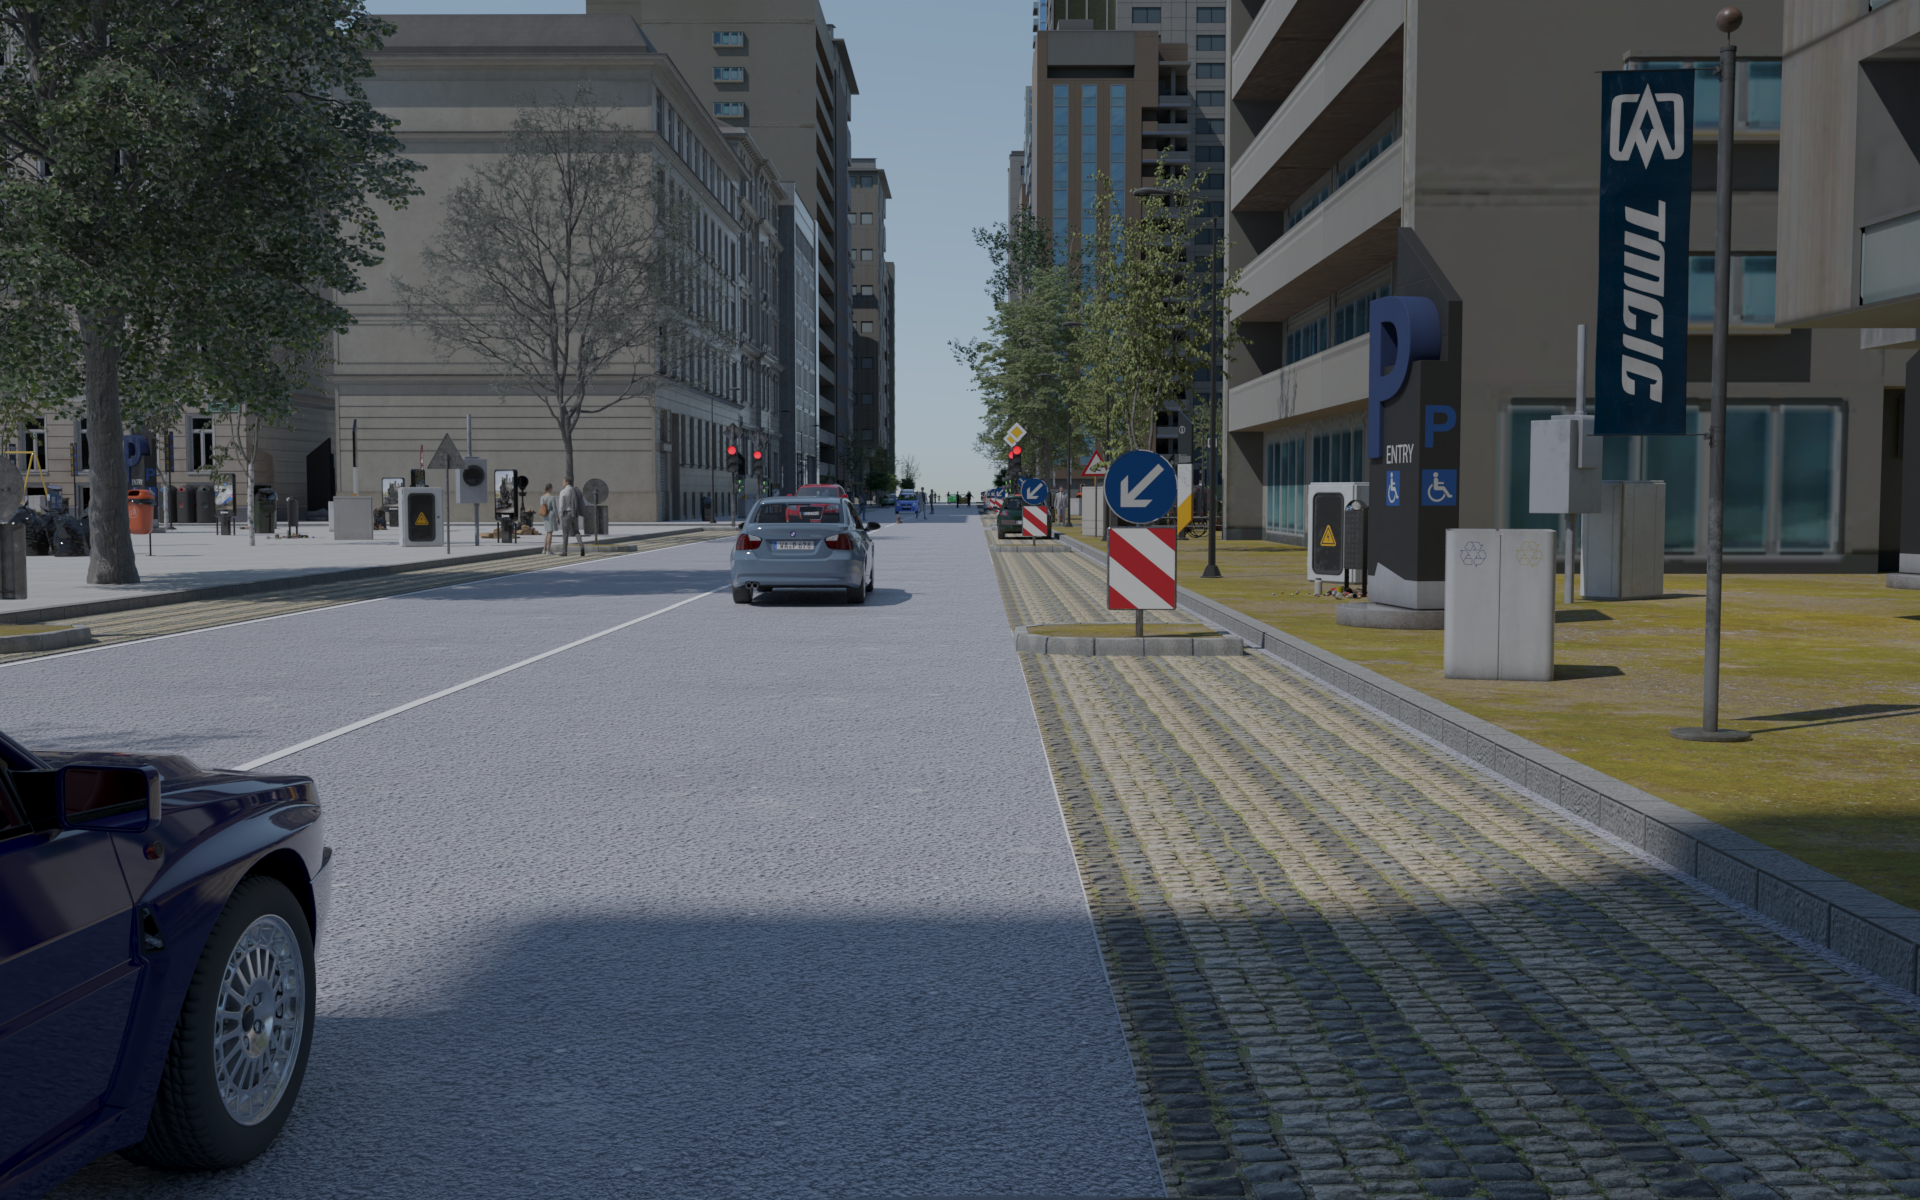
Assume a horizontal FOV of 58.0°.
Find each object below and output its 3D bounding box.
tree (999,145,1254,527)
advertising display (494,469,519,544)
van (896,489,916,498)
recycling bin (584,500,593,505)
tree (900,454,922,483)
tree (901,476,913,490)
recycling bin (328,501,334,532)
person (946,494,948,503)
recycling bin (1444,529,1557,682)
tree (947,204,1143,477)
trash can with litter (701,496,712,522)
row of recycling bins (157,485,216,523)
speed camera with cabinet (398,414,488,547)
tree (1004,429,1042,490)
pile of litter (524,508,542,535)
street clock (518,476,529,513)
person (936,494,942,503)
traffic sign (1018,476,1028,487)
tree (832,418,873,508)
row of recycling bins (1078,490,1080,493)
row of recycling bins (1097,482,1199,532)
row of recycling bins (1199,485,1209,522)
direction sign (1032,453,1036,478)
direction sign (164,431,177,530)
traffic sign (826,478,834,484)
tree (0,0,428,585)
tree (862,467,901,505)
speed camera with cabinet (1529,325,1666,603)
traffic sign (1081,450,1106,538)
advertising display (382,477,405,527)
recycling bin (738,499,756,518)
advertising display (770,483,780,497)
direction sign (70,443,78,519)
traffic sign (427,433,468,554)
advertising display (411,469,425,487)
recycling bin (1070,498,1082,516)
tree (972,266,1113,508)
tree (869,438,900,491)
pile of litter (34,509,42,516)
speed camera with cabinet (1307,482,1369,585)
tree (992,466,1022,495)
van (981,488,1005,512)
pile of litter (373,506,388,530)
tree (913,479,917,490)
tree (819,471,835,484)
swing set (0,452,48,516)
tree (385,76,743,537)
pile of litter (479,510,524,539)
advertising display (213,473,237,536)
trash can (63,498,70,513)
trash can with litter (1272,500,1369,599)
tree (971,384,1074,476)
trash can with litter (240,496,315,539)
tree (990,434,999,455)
[{"bbox_3d":[4.135,-5.341,37.681,4.737,8.622,4.395,0,3,0],"label":"tree"},{"bbox_3d":[-11.800,-2.437,45.054,0.974,1.923,0.123,3,5,44],"label":"advertising display"},{"bbox_3d":[-4.754,-9.127,156.238,2.013,2.044,4.112,0,4,-1],"label":"van"},{"bbox_3d":[-16.529,-3.872,75.862,0.722,1.027,0.722,-2,4,-28],"label":"recycling bin"},{"bbox_3d":[-9.140,-22.026,310.478,4.360,8.622,3.978,0,3,0],"label":"tree"},{"bbox_3d":[-9.698,-15.614,239.005,4.285,4.588,4.351,0,3,0],"label":"tree"},{"bbox_3d":[-21.074,-2.853,59.198,0.722,1.027,0.722,1,4,10],"label":"recycling bin"},{"bbox_3d":[-1.846,-16.330,275.476,1.348,1.826,0.705,-2,4,-31],"label":"person"},{"bbox_3d":[3.801,0.020,12.231,0.722,1.027,0.722,1,4,15],"label":"recycling bin"},{"bbox_3d":[5.586,-15.626,111.372,12.611,20.169,13.585,0,3,0],"label":"tree"},{"bbox_3d":[-11.777,-4.263,81.083,0.624,1.170,1.055,-1,4,-19],"label":"trash can with litter"},{"bbox_3d":[-34.483,-4.232,76.303,3.534,1.692,1.069,0,4,6],"label":"row of recycling bins"},{"bbox_3d":[-12.675,-2.943,42.449,2.038,3.252,0.660,-2,4,-26],"label":"speed camera with cabinet"},{"bbox_3d":[5.851,-12.504,154.806,4.360,8.622,3.978,0,3,0],"label":"tree"},{"bbox_3d":[-13.730,-2.463,54.232,1.176,0.858,1.719,-3,4,-39],"label":"pile of litter"},{"bbox_3d":[-17.079,-3.856,67.623,0.471,2.002,0.358,0,4,-7],"label":"street clock"},{"bbox_3d":[-3.224,-15.602,266.847,1.065,1.426,0.557,0,4,4],"label":"person"},{"bbox_3d":[4.511,-7.609,124.516,0.768,2.556,0.104,0,4,4],"label":"traffic sign"},{"bbox_3d":[-10.140,-13.115,164.793,4.360,8.622,3.978,0,3,0],"label":"tree"},{"bbox_3d":[9.539,-7.627,131.814,1.069,1.692,3.534,1,4,12],"label":"row of recycling bins"},{"bbox_3d":[6.189,-3.171,58.951,3.534,1.692,1.069,1,4,23],"label":"row of recycling bins"},{"bbox_3d":[10.342,-4.358,78.366,1.069,1.692,3.534,2,4,25],"label":"row of recycling bins"},{"bbox_3d":[4.108,-6.357,95.939,0.379,3.537,0.876,1,4,14],"label":"direction sign"},{"bbox_3d":[-28.390,-4.296,62.234,0.379,3.537,0.876,0,4,-6],"label":"direction sign"},{"bbox_3d":[-10.203,-8.312,135.912,0.884,2.594,0.081,0,4,2],"label":"traffic sign"},{"bbox_3d":[-12.117,-7.205,24.451,9.857,13.997,8.962,0,3,0],"label":"tree"},{"bbox_3d":[-10.374,-14.974,228.534,4.285,4.588,4.351,0,3,0],"label":"tree"},{"bbox_3d":[7.712,-1.624,20.892,2.038,3.252,0.660,-3,4,-37],"label":"speed camera with cabinet"},{"bbox_3d":[4.009,-3.119,51.001,0.884,2.594,0.081,0,4,7],"label":"traffic sign"},{"bbox_3d":[-22.034,-3.802,67.383,0.974,1.923,0.123,1,4,16],"label":"advertising display"},{"bbox_3d":[-11.245,-4.837,91.637,0.722,1.027,0.722,-3,4,-38],"label":"recycling bin"},{"bbox_3d":[-10.595,-5.754,99.289,0.123,1.923,0.974,1,4,21],"label":"advertising display"},{"bbox_3d":[-39.212,-5.181,76.703,0.379,3.537,0.876,-3,5,-43],"label":"direction sign"},{"bbox_3d":[-10.911,-2.256,36.885,0.884,2.594,0.081,0,4,2],"label":"traffic sign"},{"bbox_3d":[-14.007,-2.422,44.808,0.123,1.923,0.974,0,4,-3],"label":"advertising display"},{"bbox_3d":[7.009,-5.546,103.239,0.722,1.027,0.722,3,5,39],"label":"recycling bin"},{"bbox_3d":[4.221,-10.287,86.315,7.486,12.596,7.792,0,3,0],"label":"tree"},{"bbox_3d":[-10.000,-16.596,221.706,4.737,8.622,4.395,0,3,0],"label":"tree"},{"bbox_3d":[-26.677,-2.185,49.686,1.719,0.858,1.176,-2,4,-35],"label":"pile of litter"},{"bbox_3d":[5.803,-1.841,24.435,0.660,3.252,2.038,-2,4,-31],"label":"speed camera with cabinet"},{"bbox_3d":[5.145,-11.967,179.375,4.285,4.588,4.351,0,3,0],"label":"tree"},{"bbox_3d":[2.590,-7.590,131.104,2.013,2.044,4.112,0,4,1],"label":"van"},{"bbox_3d":[-20.989,-2.929,61.849,1.176,0.858,1.719,0,4,-4],"label":"pile of litter"},{"bbox_3d":[-9.184,-19.423,301.286,4.285,4.588,4.351,0,3,0],"label":"tree"},{"bbox_3d":[-10.514,-8.889,139.941,1.663,3.219,1.824,0,3,0],"label":"tree"},{"bbox_3d":[-35.690,-4.059,63.980,3.119,2.851,2.862,0,3,0],"label":"swing set"},{"bbox_3d":[-11.695,-8.635,51.551,12.009,13.543,11.850,0,3,0],"label":"tree"},{"bbox_3d":[-13.326,-2.211,50.111,1.176,0.858,1.719,-1,4,-13],"label":"pile of litter"},{"bbox_3d":[-22.783,-2.965,53.698,0.974,1.923,0.123,2,4,32],"label":"advertising display"},{"bbox_3d":[-35.088,-3.418,67.542,0.748,1.137,0.748,0,3,0],"label":"trash can"},{"bbox_3d":[4.953,-0.628,21.328,1.678,1.210,2.233,-1,4,-13],"label":"trash can with litter"},{"bbox_3d":[5.132,-12.821,144.031,8.767,10.594,7.601,-1,4,-9],"label":"tree"},{"bbox_3d":[-19.547,-2.386,50.071,1.678,1.210,2.233,0,4,2],"label":"trash can with litter"},{"bbox_3d":[4.748,-11.357,136.056,4.737,8.622,4.395,0,3,0],"label":"tree"}]
